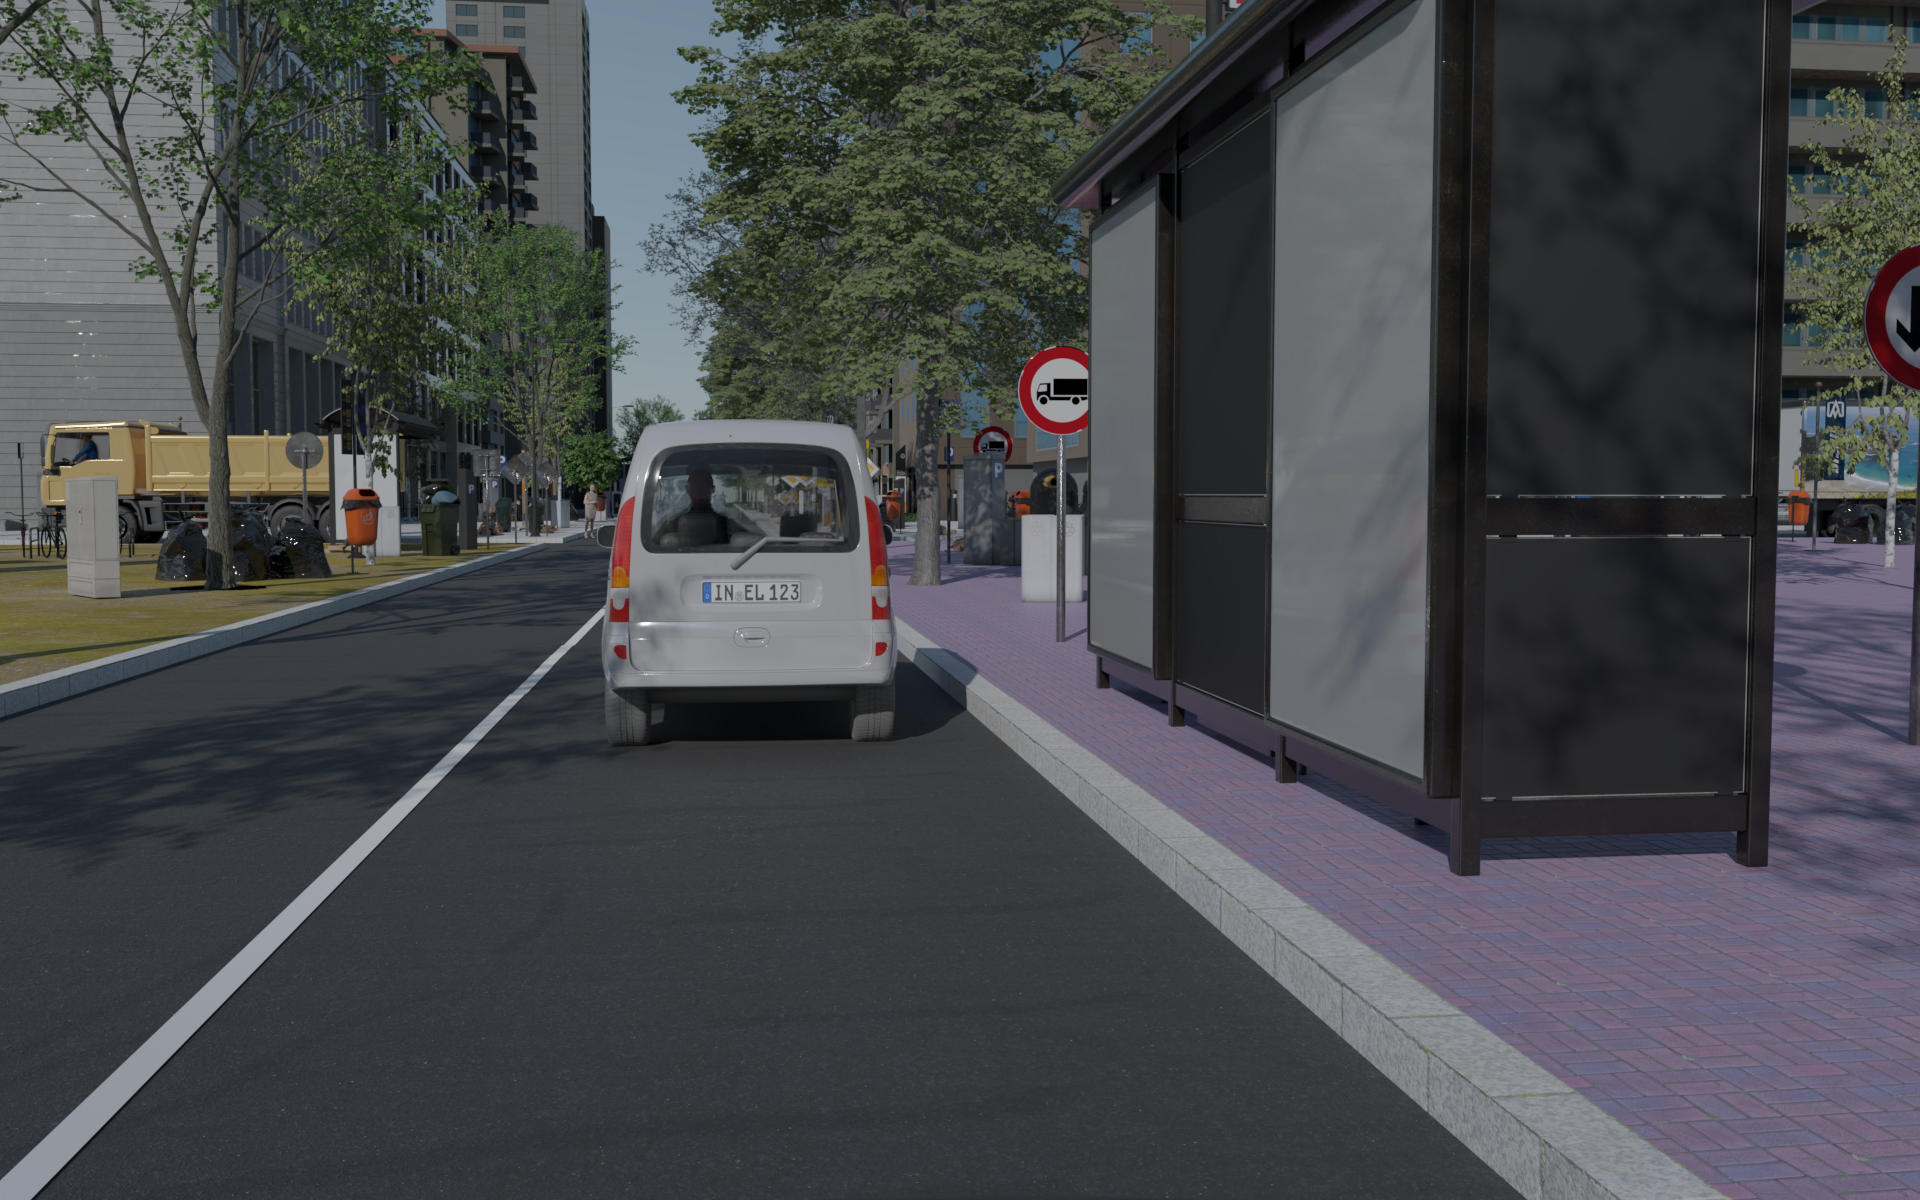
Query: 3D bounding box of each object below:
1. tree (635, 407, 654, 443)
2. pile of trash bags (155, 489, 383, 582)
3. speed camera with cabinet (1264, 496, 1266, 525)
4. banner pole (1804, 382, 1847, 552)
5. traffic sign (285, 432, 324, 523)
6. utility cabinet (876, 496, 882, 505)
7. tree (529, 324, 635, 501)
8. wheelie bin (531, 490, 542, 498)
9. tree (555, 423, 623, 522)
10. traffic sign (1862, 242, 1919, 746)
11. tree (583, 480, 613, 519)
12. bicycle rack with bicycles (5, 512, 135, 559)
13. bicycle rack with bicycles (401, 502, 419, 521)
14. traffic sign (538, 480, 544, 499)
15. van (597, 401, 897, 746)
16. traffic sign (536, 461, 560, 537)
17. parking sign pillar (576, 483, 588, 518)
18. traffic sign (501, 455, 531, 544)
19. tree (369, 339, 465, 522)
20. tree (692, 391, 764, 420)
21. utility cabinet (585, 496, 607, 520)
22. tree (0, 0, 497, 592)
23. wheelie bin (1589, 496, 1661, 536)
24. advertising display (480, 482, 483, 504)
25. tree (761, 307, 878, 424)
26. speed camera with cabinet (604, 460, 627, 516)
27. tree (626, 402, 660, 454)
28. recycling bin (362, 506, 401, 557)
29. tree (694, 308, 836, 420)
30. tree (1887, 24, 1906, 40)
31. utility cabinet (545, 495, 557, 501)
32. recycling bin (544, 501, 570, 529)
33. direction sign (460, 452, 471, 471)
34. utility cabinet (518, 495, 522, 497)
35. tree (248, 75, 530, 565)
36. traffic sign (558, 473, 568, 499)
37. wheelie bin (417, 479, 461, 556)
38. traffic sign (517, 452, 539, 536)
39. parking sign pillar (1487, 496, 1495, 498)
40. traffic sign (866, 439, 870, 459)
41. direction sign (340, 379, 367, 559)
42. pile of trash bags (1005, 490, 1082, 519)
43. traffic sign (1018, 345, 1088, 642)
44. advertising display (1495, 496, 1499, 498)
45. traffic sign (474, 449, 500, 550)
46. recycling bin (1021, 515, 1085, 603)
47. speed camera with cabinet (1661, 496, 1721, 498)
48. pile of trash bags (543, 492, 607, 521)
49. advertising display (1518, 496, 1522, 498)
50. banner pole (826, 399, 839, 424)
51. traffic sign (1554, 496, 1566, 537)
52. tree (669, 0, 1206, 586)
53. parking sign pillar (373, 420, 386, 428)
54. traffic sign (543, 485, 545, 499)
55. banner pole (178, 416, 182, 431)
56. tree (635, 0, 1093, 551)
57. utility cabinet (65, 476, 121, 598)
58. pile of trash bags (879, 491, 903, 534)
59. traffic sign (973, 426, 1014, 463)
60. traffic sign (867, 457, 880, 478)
[{"bbox_3d":[-27.244,-11.921,145.268,4.737,8.622,4.395,0,3,0],"label":"tree"},{"bbox_3d":[-10.453,-1.040,26.758,1.912,1.369,3.447,2,4,34],"label":"pile of trash bags"},{"bbox_3d":[7.970,-3.071,44.554,2.038,3.252,0.660,-3,4,-38],"label":"speed camera with cabinet"},{"bbox_3d":[19.384,-2.979,38.730,0.863,3.779,0.401,0,4,2],"label":"banner pole"},{"bbox_3d":[-13.388,-2.158,35.394,0.768,2.556,0.104,0,4,-2],"label":"traffic sign"},{"bbox_3d":[-3.268,-3.077,61.476,1.020,1.237,0.306,0,4,1],"label":"utility cabinet"},{"bbox_3d":[-17.024,-7.484,72.732,4.737,8.622,4.395,0,3,0],"label":"tree"},{"bbox_3d":[-27.792,-6.472,113.732,0.980,1.594,0.693,3,4,36],"label":"wheelie bin"},{"bbox_3d":[-16.973,-5.864,79.592,4.285,4.588,4.351,0,3,0],"label":"tree"},{"bbox_3d":[4.894,-0.530,8.779,0.768,2.556,0.104,0,4,-4],"label":"traffic sign"},{"bbox_3d":[-18.407,-5.690,87.635,1.663,3.219,1.824,0,3,0],"label":"tree"},{"bbox_3d":[-17.919,-1.327,35.086,2.852,0.926,2.925,-1,4,-22],"label":"bicycle rack with bicycles"},{"bbox_3d":[-25.334,-4.242,82.743,2.925,0.926,2.852,-3,5,-41],"label":"bicycle rack with bicycles"},{"bbox_3d":[-20.468,-5.120,84.901,0.795,2.450,0.064,0,4,-4],"label":"traffic sign"},{"bbox_3d":[-1.386,-0.262,11.300,2.013,2.044,4.112,0,4,-8],"label":"van"},{"bbox_3d":[-12.445,-2.967,52.146,0.795,2.450,0.064,0,4,-8],"label":"traffic sign"},{"bbox_3d":[-19.717,-6.324,91.868,1.447,3.967,1.447,1,4,19],"label":"parking sign pillar"},{"bbox_3d":[-11.351,-2.483,44.236,0.795,2.450,0.064,0,4,-8],"label":"traffic sign"},{"bbox_3d":[-24.813,-7.840,78.549,4.360,8.622,3.978,0,3,0],"label":"tree"},{"bbox_3d":[-34.799,-25.124,266.667,12.611,20.169,13.585,0,3,0],"label":"tree"},{"bbox_3d":[-18.038,-4.568,85.850,1.020,1.237,0.306,0,4,1],"label":"utility cabinet"},{"bbox_3d":[-9.991,-5.932,22.750,9.928,11.665,9.643,0,3,0],"label":"tree"},{"bbox_3d":[8.235,-0.833,21.536,0.693,1.594,0.980,-2,4,-25],"label":"wheelie bin"},{"bbox_3d":[-26.096,-5.504,95.205,0.123,1.923,0.974,1,4,14],"label":"advertising display"},{"bbox_3d":[-5.034,-6.713,60.125,4.360,8.622,3.978,0,3,0],"label":"tree"},{"bbox_3d":[-19.762,-6.491,100.456,0.660,3.252,2.038,2,4,28],"label":"speed camera with cabinet"},{"bbox_3d":[-24.827,-11.465,137.807,4.360,8.622,3.978,0,3,0],"label":"tree"},{"bbox_3d":[-11.900,-1.409,35.596,0.722,1.027,0.722,-1,4,-22],"label":"recycling bin"},{"bbox_3d":[-12.216,-12.373,108.955,9.857,13.997,8.962,0,3,0],"label":"tree"},{"bbox_3d":[12.416,-4.340,21.318,4.737,8.622,4.395,0,3,0],"label":"tree"},{"bbox_3d":[-26.510,-6.196,112.473,0.306,1.237,1.020,2,4,35],"label":"utility cabinet"},{"bbox_3d":[-15.062,-3.189,64.700,0.722,1.027,0.722,1,4,18],"label":"recycling bin"},{"bbox_3d":[-26.819,-6.240,94.025,0.379,3.537,0.876,1,4,19],"label":"direction sign"},{"bbox_3d":[-29.943,-6.568,118.548,0.306,1.237,1.020,0,4,6],"label":"utility cabinet"},{"bbox_3d":[-10.514,-4.955,31.371,4.737,8.622,4.395,0,3,0],"label":"tree"},{"bbox_3d":[-22.542,-6.017,98.486,0.768,2.556,0.104,0,4,2],"label":"traffic sign"},{"bbox_3d":[-10.793,-1.712,35.907,0.980,1.594,0.693,2,4,28],"label":"wheelie bin"},{"bbox_3d":[-13.217,-3.221,52.767,0.768,2.556,0.104,0,4,-5],"label":"traffic sign"},{"bbox_3d":[36.090,-7.946,118.384,1.447,3.967,1.447,-1,4,-8],"label":"parking sign pillar"},{"bbox_3d":[-4.444,-4.282,63.876,2.265,3.308,0.079,0,4,-2],"label":"traffic sign"},{"bbox_3d":[-12.060,-2.601,34.519,0.379,3.537,0.876,1,4,13],"label":"direction sign"},{"bbox_3d":[2.974,-2.882,56.875,3.447,1.369,1.912,3,5,41],"label":"pile of trash bags"},{"bbox_3d":[0.876,-0.908,14.957,0.768,2.556,0.104,0,4,-3],"label":"traffic sign"},{"bbox_3d":[30.123,-5.548,95.919,0.974,1.923,0.123,2,4,28],"label":"advertising display"},{"bbox_3d":[-10.766,-2.283,39.460,0.606,2.300,0.079,0,4,1],"label":"traffic sign"},{"bbox_3d":[1.122,-0.504,20.795,0.722,1.027,0.722,0,4,6],"label":"recycling bin"},{"bbox_3d":[26.592,-4.201,63.014,0.660,3.252,2.038,-3,4,-37],"label":"speed camera with cabinet"},{"bbox_3d":[-18.687,-4.488,83.130,3.447,1.369,1.912,-1,4,-8],"label":"pile of trash bags"},{"bbox_3d":[24.764,-4.420,77.484,0.123,1.923,0.974,-2,4,-25],"label":"advertising display"},{"bbox_3d":[-3.348,-3.407,45.721,0.401,3.779,0.863,-2,4,-29],"label":"banner pole"},{"bbox_3d":[4.297,-0.751,12.391,0.768,2.556,0.104,0,4,-6],"label":"traffic sign"},{"bbox_3d":[-0.385,-6.503,24.451,7.486,12.596,7.792,0,3,0],"label":"tree"},{"bbox_3d":[-18.643,-4.042,54.554,1.447,3.967,1.447,0,4,4],"label":"parking sign pillar"},{"bbox_3d":[-21.686,-5.523,90.300,0.884,2.594,0.081,0,3,0],"label":"traffic sign"},{"bbox_3d":[-25.049,-4.015,55.668,0.401,3.779,0.863,-1,4,-17],"label":"banner pole"},{"bbox_3d":[-2.124,-7.872,39.085,12.009,13.543,11.850,0,3,0],"label":"tree"},{"bbox_3d":[-10.794,-0.786,21.524,0.318,1.500,1.173,-3,5,-41],"label":"utility cabinet"},{"bbox_3d":[-2.849,-2.899,57.148,1.912,1.369,3.447,-2,4,-31],"label":"pile of trash bags"},{"bbox_3d":[0.617,-1.980,32.474,0.768,2.556,0.104,0,4,-1],"label":"traffic sign"},{"bbox_3d":[-2.851,-3.170,53.014,0.795,2.450,0.064,0,4,-2],"label":"traffic sign"}]
